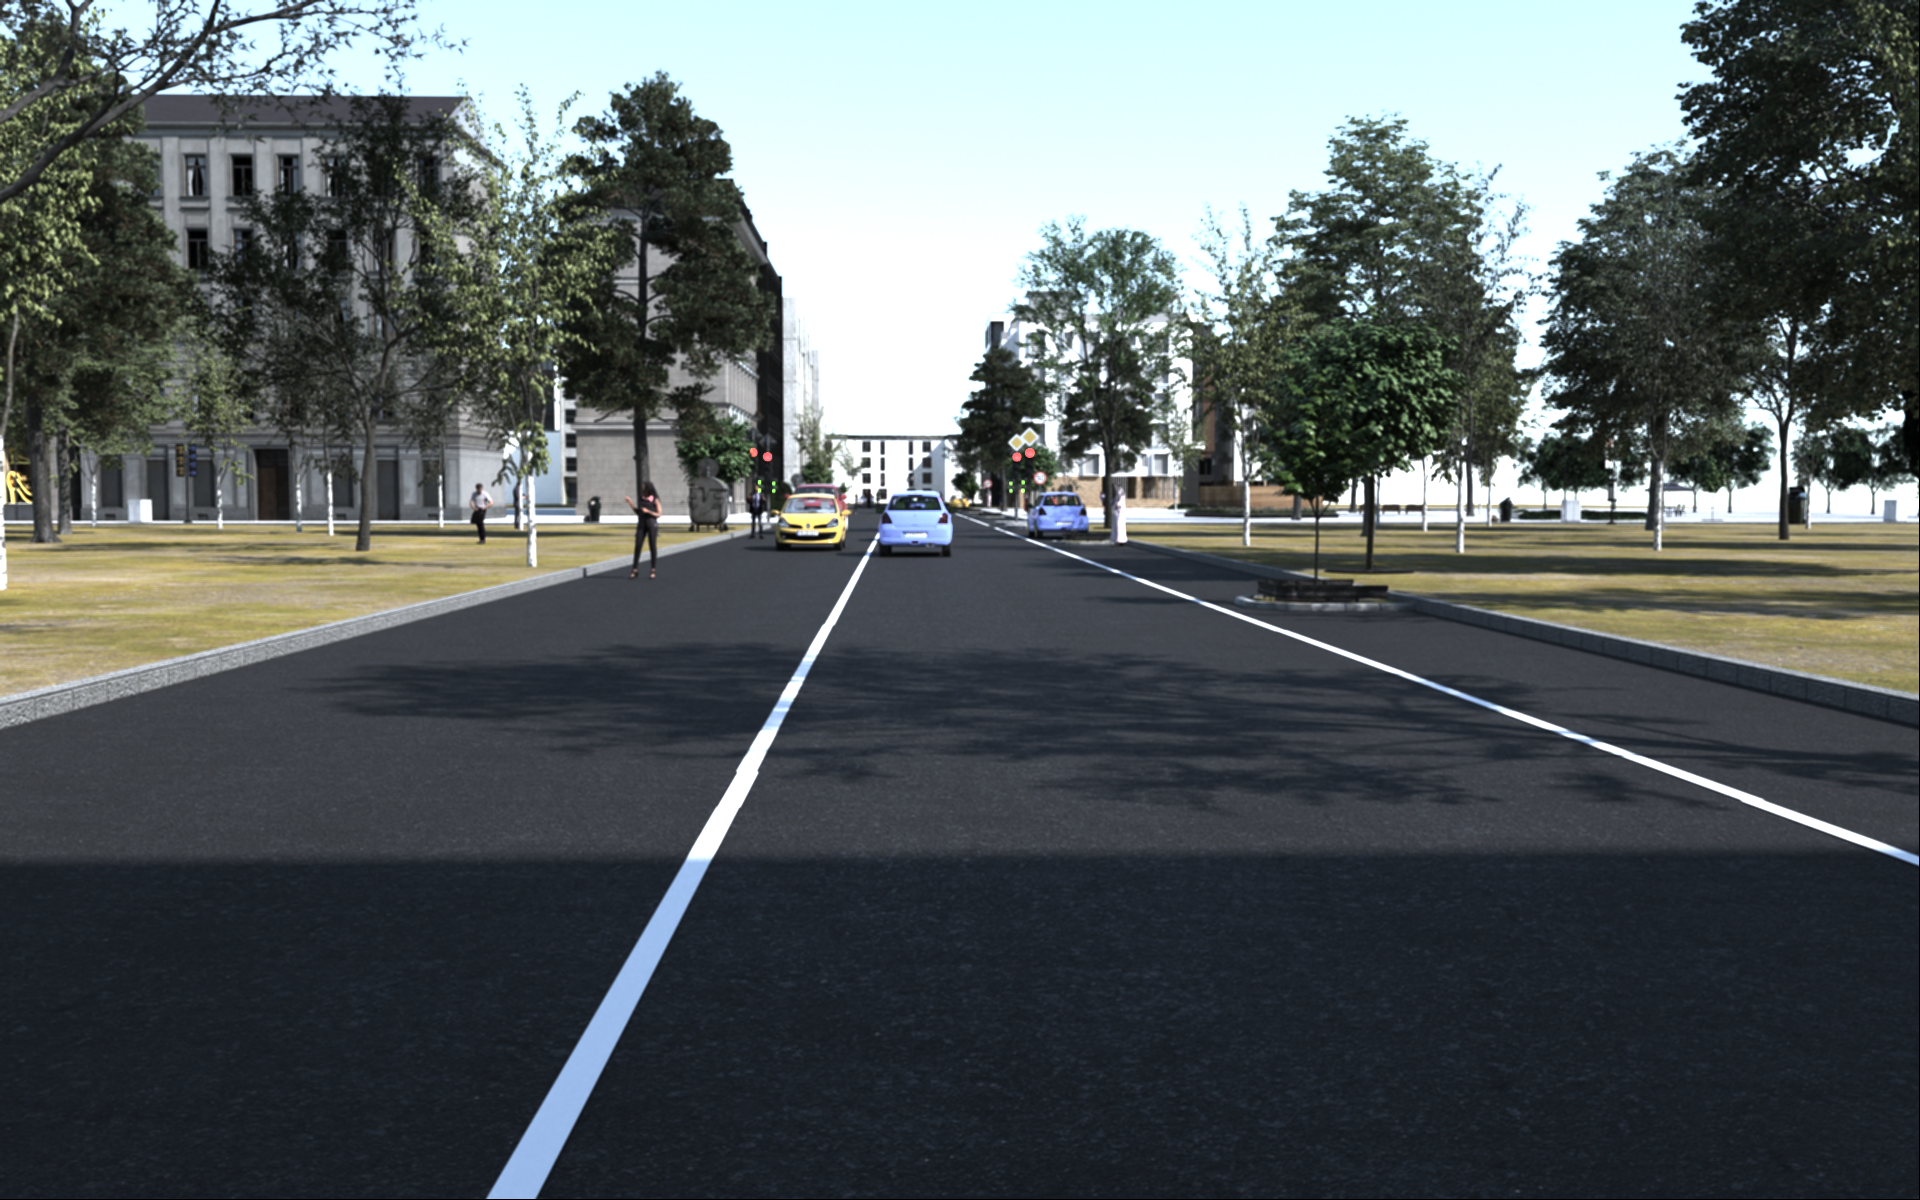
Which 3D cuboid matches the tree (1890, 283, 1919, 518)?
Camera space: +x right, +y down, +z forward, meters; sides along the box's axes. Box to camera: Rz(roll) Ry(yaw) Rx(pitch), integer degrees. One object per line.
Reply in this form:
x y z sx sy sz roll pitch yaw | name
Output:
55.975 -11.719 93.433 13.155 14.587 18.604 0 3 0 | tree

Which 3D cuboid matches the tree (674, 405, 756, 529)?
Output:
-8.983 -4.902 63.859 4.285 4.588 4.351 0 3 0 | tree

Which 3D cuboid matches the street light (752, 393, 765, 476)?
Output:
-9.234 -6.533 79.598 0.468 5.910 1.993 0 4 -2 | street light

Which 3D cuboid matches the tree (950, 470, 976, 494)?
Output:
0.327 -14.685 223.814 4.285 4.588 4.351 0 3 0 | tree

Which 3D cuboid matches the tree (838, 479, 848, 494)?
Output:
-15.120 -14.116 225.404 1.663 3.219 1.824 0 3 0 | tree

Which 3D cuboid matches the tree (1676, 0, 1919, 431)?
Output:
16.194 -7.425 28.050 9.857 13.997 8.962 0 3 0 | tree

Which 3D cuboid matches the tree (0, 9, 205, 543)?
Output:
-24.327 -8.445 45.501 7.806 13.903 7.818 0 3 0 | tree

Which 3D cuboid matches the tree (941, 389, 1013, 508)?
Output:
1.771 -13.470 154.639 7.601 10.594 8.767 -1 4 -15 | tree

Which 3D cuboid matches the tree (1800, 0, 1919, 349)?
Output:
11.137 -4.125 17.811 4.737 8.622 4.395 0 3 0 | tree

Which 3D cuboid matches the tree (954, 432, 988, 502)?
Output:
1.102 -14.722 191.063 4.737 8.622 4.395 0 3 0 | tree

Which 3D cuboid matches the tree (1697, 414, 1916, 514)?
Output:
55.137 -9.377 116.220 11.467 7.101 20.602 -3 5 -40 | tree

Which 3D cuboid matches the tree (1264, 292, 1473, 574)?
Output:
6.659 -2.730 28.348 4.285 4.588 4.351 0 3 0 | tree

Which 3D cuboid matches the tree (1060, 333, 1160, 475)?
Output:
11.448 -13.930 135.178 7.806 13.903 7.818 0 3 0 | tree

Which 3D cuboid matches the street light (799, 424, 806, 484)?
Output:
-10.429 -8.655 114.297 0.468 5.910 1.993 0 4 -2 | street light

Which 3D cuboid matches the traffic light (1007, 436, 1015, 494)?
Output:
2.582 -5.537 79.771 0.839 4.213 0.868 0 4 -2 | traffic light

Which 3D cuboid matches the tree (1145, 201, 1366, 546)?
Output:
6.922 -5.652 42.772 4.737 8.622 4.395 0 3 0 | tree

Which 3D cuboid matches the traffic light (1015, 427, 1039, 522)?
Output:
2.853 -5.049 71.790 0.839 4.213 0.868 0 4 -2 | traffic light

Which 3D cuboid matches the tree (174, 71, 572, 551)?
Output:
-13.174 -6.365 38.474 7.601 10.594 8.767 2 4 33 | tree

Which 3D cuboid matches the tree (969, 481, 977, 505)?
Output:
1.295 -12.839 204.517 1.663 3.219 1.824 0 3 0 | tree

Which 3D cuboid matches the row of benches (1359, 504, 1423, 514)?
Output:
27.258 -5.770 109.805 4.104 0.672 1.422 1 4 20 | row of benches

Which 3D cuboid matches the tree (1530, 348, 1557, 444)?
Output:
21.222 -7.225 68.485 4.737 8.622 4.395 0 3 0 | tree

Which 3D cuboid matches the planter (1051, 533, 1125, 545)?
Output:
3.642 -1.752 49.777 1.991 0.319 1.994 0 4 -2 | planter

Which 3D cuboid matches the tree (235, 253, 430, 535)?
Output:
-19.343 -6.317 53.637 4.360 8.622 3.978 0 3 0 | tree

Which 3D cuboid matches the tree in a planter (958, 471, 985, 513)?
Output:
0.863 -8.232 131.810 1.991 3.239 1.994 0 4 -2 | tree in a planter

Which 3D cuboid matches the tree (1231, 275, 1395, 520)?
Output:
16.626 -9.944 84.638 6.751 12.117 7.091 0 3 0 | tree

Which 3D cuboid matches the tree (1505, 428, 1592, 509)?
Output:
50.917 -11.059 143.714 11.467 7.101 20.602 0 4 1 | tree

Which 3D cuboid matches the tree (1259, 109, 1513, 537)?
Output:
12.694 -8.175 51.792 7.486 12.596 7.792 0 3 0 | tree

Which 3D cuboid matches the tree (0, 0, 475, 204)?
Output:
-7.985 -6.257 12.666 12.009 13.543 11.850 0 3 0 | tree

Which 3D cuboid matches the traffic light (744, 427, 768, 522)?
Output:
-8.501 -5.024 71.390 0.839 4.213 0.868 0 4 -2 | traffic light

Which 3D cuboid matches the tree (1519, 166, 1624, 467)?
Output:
24.394 -9.414 60.582 9.857 13.997 8.962 0 3 0 | tree

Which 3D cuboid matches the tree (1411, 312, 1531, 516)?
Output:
29.191 -10.825 99.049 6.751 12.117 7.091 0 3 0 | tree

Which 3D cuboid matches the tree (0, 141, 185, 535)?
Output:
-28.875 -8.351 54.663 7.486 12.596 7.792 0 3 0 | tree

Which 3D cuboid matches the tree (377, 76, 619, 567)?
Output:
-7.758 -4.884 30.224 4.737 8.622 4.395 0 3 0 | tree

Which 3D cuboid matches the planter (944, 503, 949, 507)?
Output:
-1.754 -11.464 208.569 1.991 0.319 1.994 0 4 -2 | planter

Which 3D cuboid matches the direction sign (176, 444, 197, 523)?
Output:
-34.703 -5.244 77.732 0.876 3.537 0.379 0 4 -5 | direction sign

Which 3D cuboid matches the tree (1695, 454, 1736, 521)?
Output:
36.379 -5.463 83.925 1.663 3.219 1.824 0 3 0 | tree

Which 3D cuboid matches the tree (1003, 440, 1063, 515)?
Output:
4.500 -7.655 108.874 4.285 4.588 4.351 0 3 0 | tree

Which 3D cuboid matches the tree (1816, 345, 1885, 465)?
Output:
31.605 -6.942 63.858 4.360 8.622 3.978 0 3 0 | tree

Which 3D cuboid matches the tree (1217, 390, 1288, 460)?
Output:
20.210 -10.635 108.302 8.767 10.594 7.601 1 4 14 | tree

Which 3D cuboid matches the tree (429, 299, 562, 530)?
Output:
-15.829 -6.780 61.221 4.360 8.622 3.978 0 3 0 | tree

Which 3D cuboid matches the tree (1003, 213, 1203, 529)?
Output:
5.467 -8.447 63.869 9.928 11.665 9.643 0 3 0 | tree

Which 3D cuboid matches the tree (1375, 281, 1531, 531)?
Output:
16.195 -6.660 59.252 4.737 8.622 4.395 0 3 0 | tree

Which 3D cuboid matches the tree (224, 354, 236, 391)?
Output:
-22.272 -6.579 57.936 4.360 8.622 3.978 0 3 0 | tree

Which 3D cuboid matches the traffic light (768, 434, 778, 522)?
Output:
-8.772 -5.512 79.371 0.839 4.213 0.868 0 4 -2 | traffic light

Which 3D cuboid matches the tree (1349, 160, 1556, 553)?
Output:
10.699 -5.340 37.679 4.360 8.622 3.978 0 3 0 | tree

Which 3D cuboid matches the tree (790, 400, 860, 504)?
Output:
-11.157 -11.345 135.852 4.737 8.622 4.395 0 3 0 | tree

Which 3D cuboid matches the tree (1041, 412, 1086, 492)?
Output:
9.253 -12.347 152.230 4.360 8.622 3.978 0 3 0 | tree

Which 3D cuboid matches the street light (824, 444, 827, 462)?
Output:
-11.581 -10.777 148.995 0.468 5.910 1.993 0 4 -2 | street light

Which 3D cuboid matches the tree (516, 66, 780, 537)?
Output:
-9.552 -8.846 52.055 7.806 13.903 7.818 0 3 0 | tree

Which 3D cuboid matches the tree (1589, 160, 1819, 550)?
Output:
16.146 -5.443 39.353 4.360 8.622 3.978 0 3 0 | tree

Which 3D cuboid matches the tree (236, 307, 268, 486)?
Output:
-27.299 -6.910 63.341 4.737 8.622 4.395 0 3 0 | tree

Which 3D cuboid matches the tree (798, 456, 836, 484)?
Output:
-12.104 -9.845 144.671 4.285 4.588 4.351 0 3 0 | tree

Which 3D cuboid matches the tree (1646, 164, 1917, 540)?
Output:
22.806 -6.967 48.327 7.601 10.594 8.767 0 4 -4 | tree

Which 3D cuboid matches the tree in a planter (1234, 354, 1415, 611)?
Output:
4.577 -1.524 22.143 1.991 3.239 1.994 0 4 -2 | tree in a planter

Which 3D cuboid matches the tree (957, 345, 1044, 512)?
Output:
3.109 -12.433 125.328 6.751 12.117 7.091 0 3 0 | tree

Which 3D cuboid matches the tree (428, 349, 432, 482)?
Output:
-20.382 -7.128 66.898 4.360 8.622 3.978 0 3 0 | tree

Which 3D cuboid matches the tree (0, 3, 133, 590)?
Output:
-13.113 -4.450 23.114 4.737 8.622 4.395 0 3 0 | tree

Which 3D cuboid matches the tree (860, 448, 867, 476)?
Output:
-13.839 -16.461 219.494 4.737 8.622 4.395 0 3 0 | tree

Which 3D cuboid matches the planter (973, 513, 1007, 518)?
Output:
1.784 -5.100 104.529 1.991 0.319 1.994 0 4 -2 | planter
